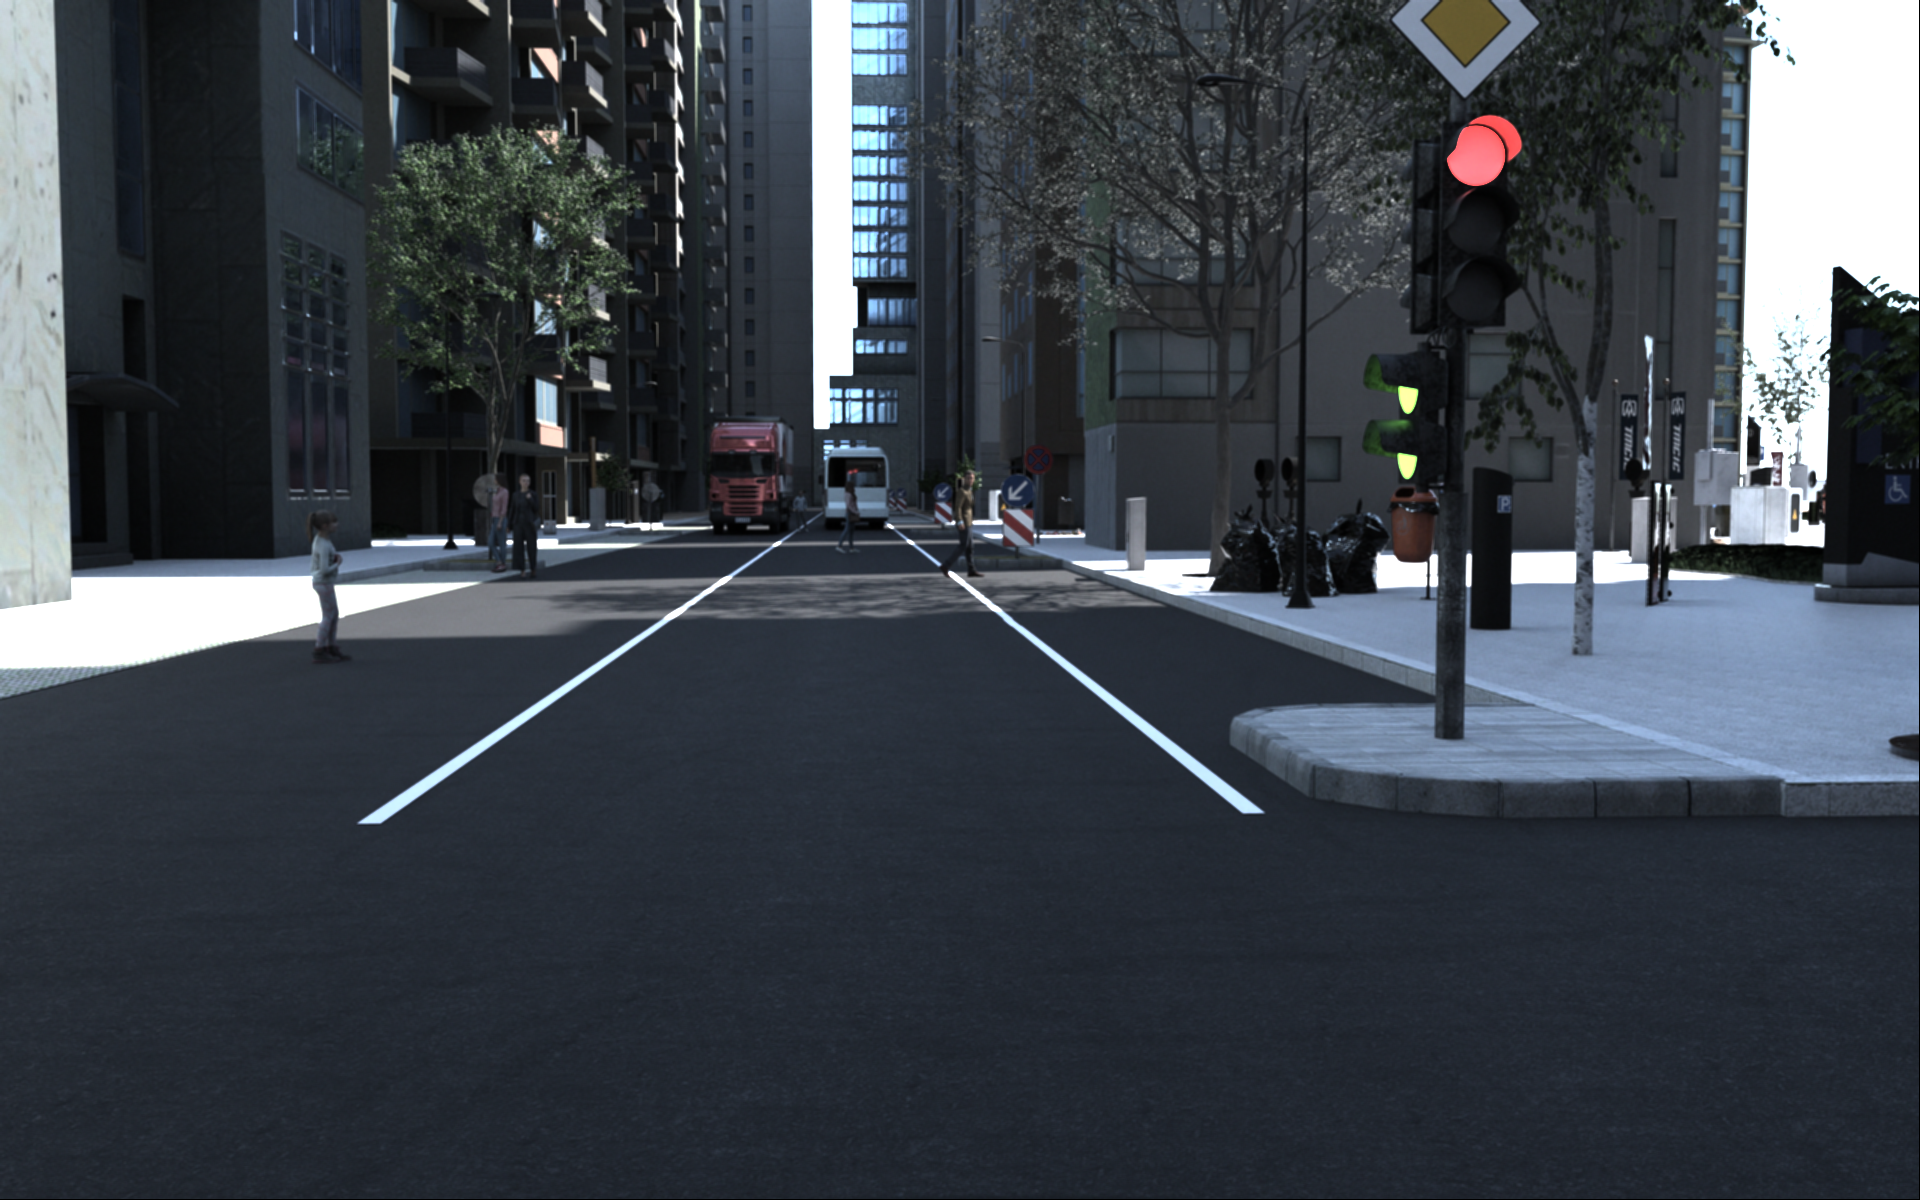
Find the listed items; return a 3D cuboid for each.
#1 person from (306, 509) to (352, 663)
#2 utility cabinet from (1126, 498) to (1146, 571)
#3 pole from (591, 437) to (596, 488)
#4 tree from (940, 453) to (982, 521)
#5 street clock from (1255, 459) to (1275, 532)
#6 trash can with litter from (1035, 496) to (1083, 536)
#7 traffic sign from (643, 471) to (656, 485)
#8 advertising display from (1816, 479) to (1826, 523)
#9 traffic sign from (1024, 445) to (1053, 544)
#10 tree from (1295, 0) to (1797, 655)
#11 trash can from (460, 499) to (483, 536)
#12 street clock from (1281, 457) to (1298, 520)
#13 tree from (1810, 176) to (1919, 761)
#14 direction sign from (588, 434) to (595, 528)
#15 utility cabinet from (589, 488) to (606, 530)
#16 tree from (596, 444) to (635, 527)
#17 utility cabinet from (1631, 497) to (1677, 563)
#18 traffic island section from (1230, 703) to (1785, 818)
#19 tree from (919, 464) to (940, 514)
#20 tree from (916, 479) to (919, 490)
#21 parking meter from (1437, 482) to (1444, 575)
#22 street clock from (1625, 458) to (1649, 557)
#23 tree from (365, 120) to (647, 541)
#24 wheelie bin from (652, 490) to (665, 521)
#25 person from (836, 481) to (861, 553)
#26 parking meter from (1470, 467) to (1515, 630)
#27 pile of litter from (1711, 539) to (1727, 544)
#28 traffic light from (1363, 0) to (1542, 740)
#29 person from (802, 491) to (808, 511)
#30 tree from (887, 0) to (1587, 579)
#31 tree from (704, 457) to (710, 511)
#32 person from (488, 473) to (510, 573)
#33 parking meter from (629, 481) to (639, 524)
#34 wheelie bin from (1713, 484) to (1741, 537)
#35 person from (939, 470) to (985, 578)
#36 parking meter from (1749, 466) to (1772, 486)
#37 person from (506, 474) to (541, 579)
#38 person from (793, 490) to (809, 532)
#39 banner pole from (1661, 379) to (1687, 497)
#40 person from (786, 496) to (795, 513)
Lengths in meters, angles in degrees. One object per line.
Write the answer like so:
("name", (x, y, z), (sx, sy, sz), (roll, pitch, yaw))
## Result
("person", (-5.389, -0.123, 14.792), (0.394, 1.301, 0.425), (-3, 5, -39))
("utility cabinet", (2.962, -1.108, 29.275), (0.306, 1.237, 1.020), (0, 4, 3))
("pole", (-13.045, -4.152, 61.728), (0.158, 3.312, 0.155), (0, 3, 0))
("tree", (0.181, -5.355, 82.149), (1.663, 3.219, 1.824), (0, 3, 0))
("street clock", (6.309, -1.917, 35.917), (0.358, 2.002, 0.471), (-1, 4, -17))
("trash can with litter", (2.913, -2.628, 54.021), (2.233, 1.210, 1.678), (0, 4, 5))
("traffic sign", (-13.935, -4.627, 77.774), (0.606, 2.300, 0.079), (0, 4, 1))
("advertising display", (38.120, -4.341, 76.186), (0.974, 1.923, 0.123), (1, 4, 23))
("traffic sign", (2.017, -2.728, 44.705), (0.768, 2.556, 0.104), (0, 4, -2))
("tree", (4.763, -3.874, 13.698), (4.360, 8.622, 3.978), (0, 3, 0))
("trash can", (-14.810, -2.506, 52.634), (0.748, 1.137, 0.748), (0, 3, 0))
("street clock", (6.562, -1.818, 34.289), (0.358, 2.002, 0.471), (-1, 4, -18))
("tree", (4.998, -0.845, 8.412), (1.663, 3.219, 1.824), (0, 3, 0))
("direction sign", (-13.840, -4.477, 65.193), (0.379, 3.537, 0.876), (-2, 4, -26))
("utility cabinet", (-12.690, -3.176, 60.602), (0.318, 1.500, 1.173), (0, 4, 2))
("tree", (-13.404, -4.423, 66.918), (1.663, 3.219, 1.824), (0, 3, 0))
("utility cabinet", (12.900, -1.289, 32.237), (0.306, 1.237, 1.020), (-1, 4, -11))
("traffic island section", (2.597, 0.805, 9.117), (2.009, 0.180, 2.903), (0, 4, -4))
("tree", (-1.525, -7.188, 112.125), (1.663, 3.219, 1.824), (0, 3, 0))
("tree", (-2.350, -7.664, 119.914), (1.663, 3.219, 1.824), (0, 3, 0))
("parking meter", (7.756, -1.162, 27.416), (0.372, 1.533, 0.369), (0, 3, 0))
("street clock", (13.773, -1.877, 35.254), (0.358, 2.002, 0.471), (-1, 4, -22))
("tree", (-12.741, -7.449, 47.544), (9.928, 11.665, 9.643), (0, 3, 0))
("wheelie bin", (-14.583, -4.606, 83.222), (0.693, 1.594, 0.980), (0, 4, 7))
("person", (-2.743, -2.031, 42.303), (0.643, 1.750, 0.593), (-1, 4, -12))
("parking meter", (5.059, -0.493, 16.476), (0.372, 1.533, 0.369), (0, 3, 0))
("pile of litter", (18.640, -1.810, 43.567), (1.176, 0.858, 1.719), (1, 4, 14))
("traffic light", (2.556, -1.228, 9.000), (0.839, 4.253, 0.868), (0, 4, -4))
("person", (-13.554, -8.603, 149.952), (1.217, 1.735, 0.721), (3, 4, 39))
("tree", (4.158, -7.098, 26.427), (12.009, 13.543, 11.850), (0, 3, 0))
("tree", (-18.778, -9.085, 132.248), (4.285, 4.588, 4.351), (0, 3, 0))
("person", (-8.389, -1.405, 31.488), (0.388, 1.821, 0.555), (-3, 4, -39))
("parking meter", (-14.125, -4.242, 75.061), (0.255, 1.863, 0.399), (2, 4, 32))
("wheelie bin", (23.028, -2.685, 51.815), (0.980, 1.594, 0.693), (0, 4, 5))
("person", (0.054, -1.306, 29.771), (0.836, 1.842, 0.656), (-1, 4, -17))
("parking meter", (17.048, -1.909, 36.917), (0.255, 1.863, 0.399), (-2, 4, -27))
("person", (-7.423, -1.258, 29.494), (0.576, 1.772, 0.534), (-1, 4, -18))
("person", (-6.060, -3.395, 65.819), (0.589, 1.601, 0.330), (-1, 4, -13))
("banner pole", (15.418, -2.906, 37.536), (0.401, 3.779, 0.863), (-1, 4, -17))
("person", (-12.870, -7.535, 132.405), (0.721, 1.736, 1.217), (3, 5, 39))
